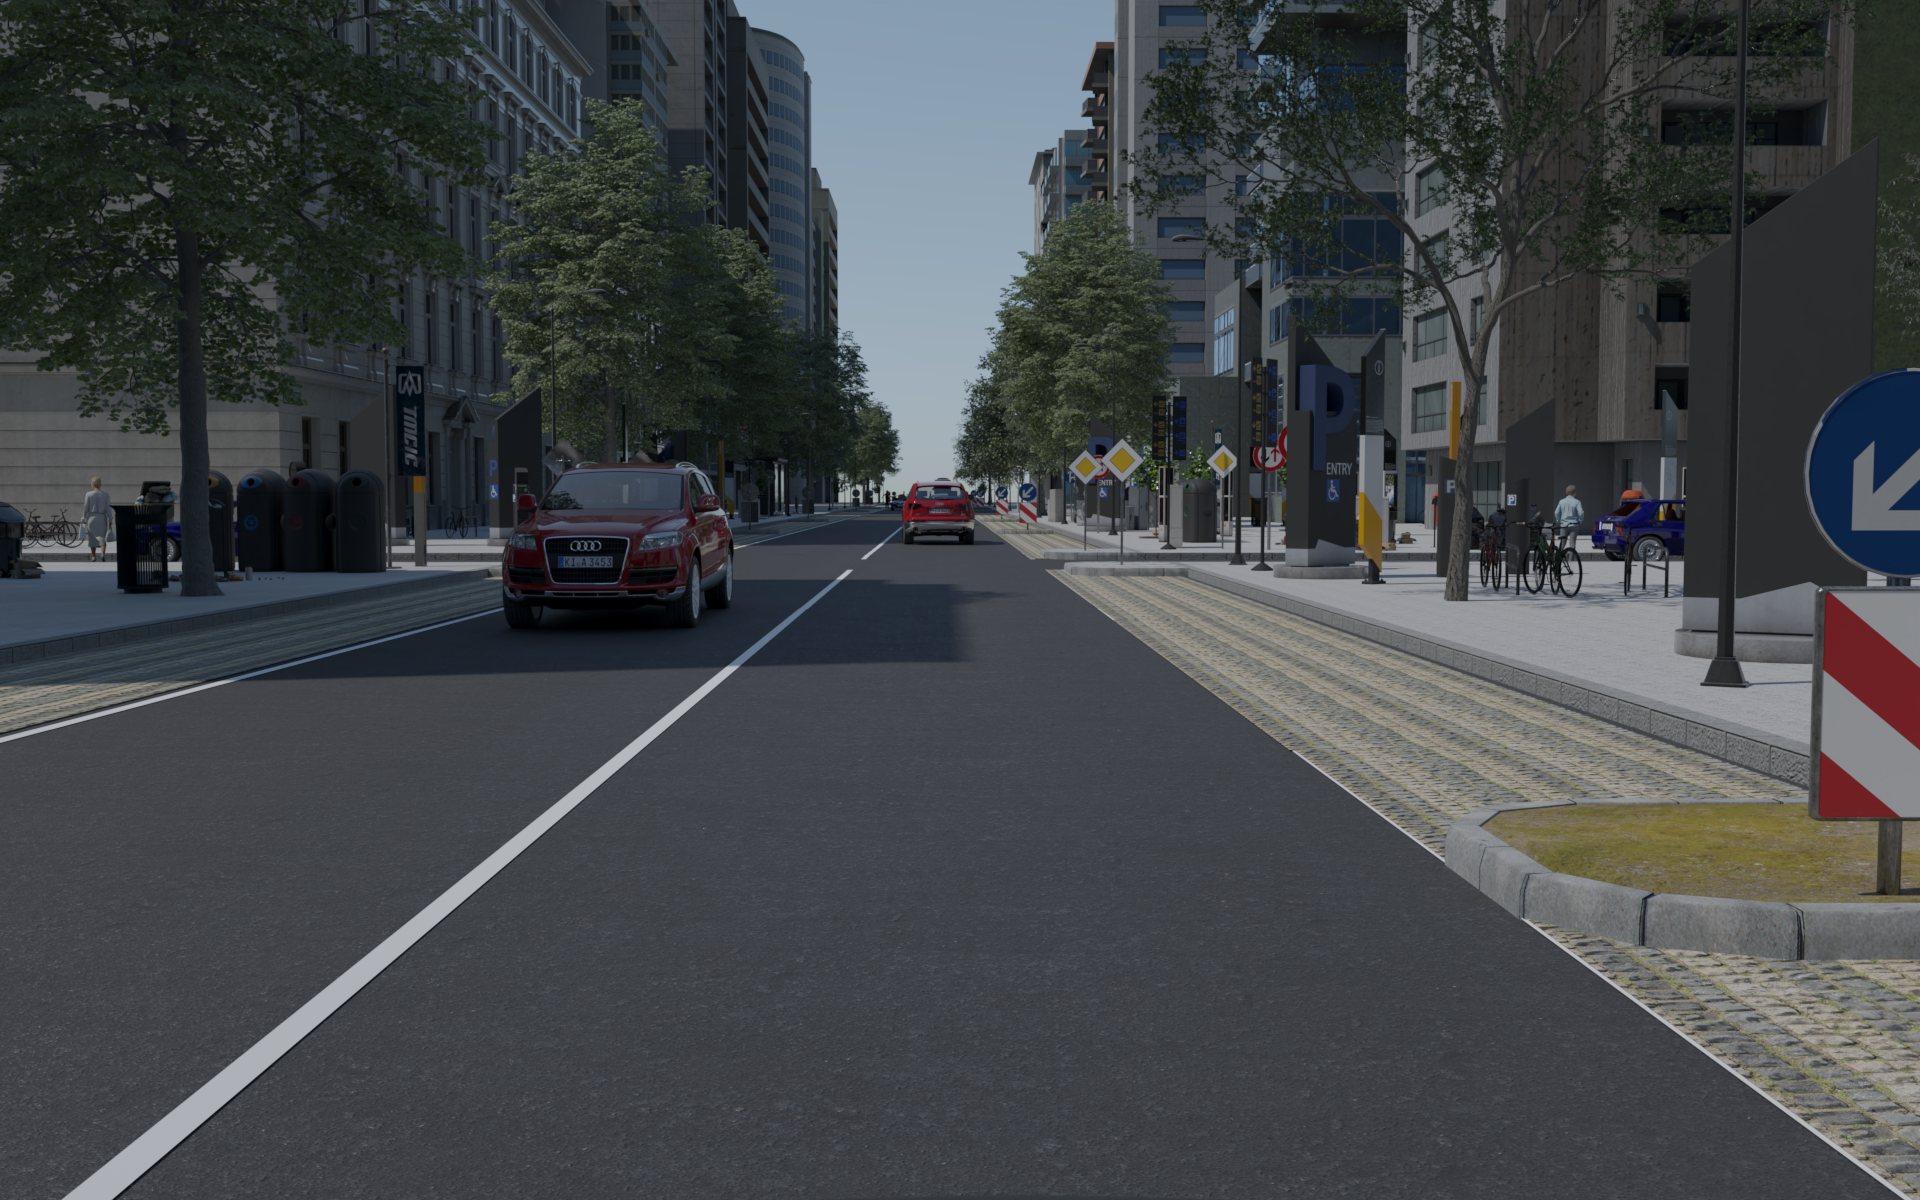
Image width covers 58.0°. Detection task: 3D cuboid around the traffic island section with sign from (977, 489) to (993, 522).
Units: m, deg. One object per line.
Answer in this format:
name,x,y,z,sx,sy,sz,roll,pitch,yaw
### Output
traffic island section with sign,2.024,-4.925,89.148,1.989,1.847,2.006,0,4,-1

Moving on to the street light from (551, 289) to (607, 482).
street light,-8.694,-4.088,39.381,1.470,5.913,1.316,0,4,-1

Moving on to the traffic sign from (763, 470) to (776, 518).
traffic sign,-10.053,-5.560,91.008,0.768,2.556,0.104,0,4,4

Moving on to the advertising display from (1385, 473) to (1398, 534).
advertising display,13.467,-2.990,54.107,0.123,1.923,0.974,0,4,-2

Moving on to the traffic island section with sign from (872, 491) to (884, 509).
traffic island section with sign,-8.535,-9.606,165.693,1.989,1.847,2.006,0,4,-1

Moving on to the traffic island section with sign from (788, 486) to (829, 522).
traffic island section with sign,-7.744,-4.911,88.917,1.989,1.847,2.006,0,4,-1

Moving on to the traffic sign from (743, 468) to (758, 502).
traffic sign,-10.318,-5.216,85.390,0.768,2.556,0.104,0,4,8

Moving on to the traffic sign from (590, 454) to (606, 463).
traffic sign,-11.315,-3.334,54.610,0.768,2.556,0.104,0,4,2

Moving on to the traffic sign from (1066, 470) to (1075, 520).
traffic sign,5.532,-5.256,86.037,0.768,2.556,0.104,0,4,5

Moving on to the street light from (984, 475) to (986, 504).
street light,2.889,-12.093,170.268,1.470,5.913,1.316,0,4,-1

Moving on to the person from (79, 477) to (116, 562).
person,-17.455,-1.598,34.981,0.694,1.780,0.624,-1,4,-18

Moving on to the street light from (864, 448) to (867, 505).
street light,-10.059,-12.443,175.979,1.470,5.913,1.316,0,4,-1

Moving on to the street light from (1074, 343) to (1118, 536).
street light,4.213,-4.955,53.548,1.470,5.913,1.316,0,4,-1

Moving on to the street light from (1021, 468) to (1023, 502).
street light,3.730,-7.371,93.061,1.470,5.913,1.316,0,4,-1

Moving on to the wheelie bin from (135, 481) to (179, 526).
wheelie bin,-19.435,-2.087,42.026,0.980,1.594,0.693,-3,5,-44

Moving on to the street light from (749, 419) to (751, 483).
street light,-9.139,-6.548,79.606,1.470,5.913,1.316,0,4,-1

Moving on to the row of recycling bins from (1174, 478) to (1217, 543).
row of recycling bins,6.346,-2.444,47.076,1.069,1.692,3.534,0,4,-1

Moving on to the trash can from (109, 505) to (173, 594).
trash can,-10.612,-0.662,22.472,0.748,1.137,0.748,0,3,0

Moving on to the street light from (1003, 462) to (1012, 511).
street light,3.545,-8.618,113.445,1.470,5.913,1.316,0,4,-1

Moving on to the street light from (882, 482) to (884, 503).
street light,-10.520,-15.037,218.391,1.470,5.913,1.316,0,4,-1

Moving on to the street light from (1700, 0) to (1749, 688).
street light,4.591,-2.379,11.445,1.470,5.913,1.316,0,4,-1

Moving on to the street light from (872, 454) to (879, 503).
street light,-10.325,-13.828,198.635,1.470,5.913,1.316,0,4,-1

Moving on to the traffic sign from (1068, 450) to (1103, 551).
traffic sign,2.837,-2.176,39.221,0.795,2.450,0.064,0,4,-1

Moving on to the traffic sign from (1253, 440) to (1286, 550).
traffic sign,7.102,-2.425,39.751,0.768,2.556,0.104,0,4,5

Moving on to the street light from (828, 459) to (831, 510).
street light,-9.472,-8.774,115.989,1.470,5.913,1.316,0,4,-1

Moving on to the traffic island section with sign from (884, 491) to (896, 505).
traffic island section with sign,-9.117,-13.038,221.797,1.989,1.847,2.006,0,4,-1

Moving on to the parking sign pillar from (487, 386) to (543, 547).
parking sign pillar,-10.978,-3.322,42.795,1.447,3.967,1.447,3,5,41

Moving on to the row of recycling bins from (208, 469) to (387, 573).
row of recycling bins,-11.179,-1.319,28.679,3.534,1.692,1.069,1,4,9

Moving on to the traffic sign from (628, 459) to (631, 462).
traffic sign,-11.835,-3.818,62.530,0.768,2.556,0.104,0,4,5

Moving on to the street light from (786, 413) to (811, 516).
street light,-9.307,-7.757,99.363,1.470,5.913,1.316,0,4,-1

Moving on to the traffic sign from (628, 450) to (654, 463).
traffic sign,-7.207,-2.171,39.139,0.795,2.450,0.064,0,4,-1

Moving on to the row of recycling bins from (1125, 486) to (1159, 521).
row of recycling bins,7.892,-4.642,83.002,3.534,1.692,1.069,2,4,29

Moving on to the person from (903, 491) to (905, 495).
person,-8.506,-15.643,263.900,0.705,1.869,1.348,1,4,16

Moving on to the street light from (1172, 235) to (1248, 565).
street light,4.495,-3.588,31.203,1.470,5.913,1.316,0,4,-1

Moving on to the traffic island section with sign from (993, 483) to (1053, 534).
traffic island section with sign,2.295,-3.276,62.195,1.989,1.847,2.006,0,4,-1

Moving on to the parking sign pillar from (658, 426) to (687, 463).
parking sign pillar,-10.737,-4.708,65.442,1.447,3.967,1.447,1,4,13

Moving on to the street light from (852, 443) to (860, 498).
street light,-9.827,-11.212,155.859,1.470,5.913,1.316,0,4,-1

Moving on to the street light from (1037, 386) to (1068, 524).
street light,3.894,-6.163,73.304,1.470,5.913,1.316,0,4,-1

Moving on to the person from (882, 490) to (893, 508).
person,-7.236,-10.013,172.175,1.348,1.831,0.705,2,4,24

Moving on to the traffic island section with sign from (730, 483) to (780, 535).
traffic island section with sign,-7.470,-3.249,61.742,1.989,1.847,2.006,0,4,-1

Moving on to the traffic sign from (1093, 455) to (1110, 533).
traffic sign,4.532,-3.461,56.698,0.768,2.556,0.104,0,4,3

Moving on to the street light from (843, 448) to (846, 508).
street light,-9.728,-10.004,136.101,1.470,5.913,1.316,0,4,-1

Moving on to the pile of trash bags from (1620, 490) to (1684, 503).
pile of trash bags,16.784,-1.935,41.397,3.447,1.369,1.912,-3,5,-42

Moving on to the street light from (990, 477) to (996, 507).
street light,3.238,-9.665,130.566,1.470,5.913,1.316,0,4,-1

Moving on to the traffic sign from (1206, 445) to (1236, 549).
traffic sign,6.152,-2.406,40.528,0.795,2.450,0.064,0,4,4

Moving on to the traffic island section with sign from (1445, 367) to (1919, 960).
traffic island section with sign,2.873,0.147,6.232,1.989,1.847,2.006,0,4,-1

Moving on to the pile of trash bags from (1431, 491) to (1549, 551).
pile of trash bags,12.132,-1.874,40.386,1.912,1.369,3.447,-1,4,-21

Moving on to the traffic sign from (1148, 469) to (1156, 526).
traffic sign,6.377,-3.371,56.307,0.795,2.450,0.064,0,4,2

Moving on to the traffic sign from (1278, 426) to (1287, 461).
traffic sign,5.933,-1.847,30.311,0.768,2.556,0.104,0,4,4

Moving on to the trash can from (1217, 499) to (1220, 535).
trash can,8.238,-2.639,54.798,0.748,1.137,0.748,0,3,0

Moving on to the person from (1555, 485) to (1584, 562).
person,12.028,-1.458,34.155,0.330,1.601,0.589,-3,5,-43

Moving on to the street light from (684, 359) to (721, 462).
street light,-8.932,-5.332,59.712,1.470,5.913,1.316,0,4,-1

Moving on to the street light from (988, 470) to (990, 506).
street light,3.238,-10.885,150.513,1.470,5.913,1.316,0,4,-1

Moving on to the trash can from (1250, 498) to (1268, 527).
trash can,11.704,-3.436,67.825,0.748,1.137,0.748,0,3,0

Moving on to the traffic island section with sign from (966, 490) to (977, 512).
traffic island section with sign,1.507,-7.975,139.013,1.989,1.847,2.006,0,4,-1

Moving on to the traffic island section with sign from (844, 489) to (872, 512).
traffic island section with sign,-8.254,-7.958,138.740,1.989,1.847,2.006,0,4,-1
